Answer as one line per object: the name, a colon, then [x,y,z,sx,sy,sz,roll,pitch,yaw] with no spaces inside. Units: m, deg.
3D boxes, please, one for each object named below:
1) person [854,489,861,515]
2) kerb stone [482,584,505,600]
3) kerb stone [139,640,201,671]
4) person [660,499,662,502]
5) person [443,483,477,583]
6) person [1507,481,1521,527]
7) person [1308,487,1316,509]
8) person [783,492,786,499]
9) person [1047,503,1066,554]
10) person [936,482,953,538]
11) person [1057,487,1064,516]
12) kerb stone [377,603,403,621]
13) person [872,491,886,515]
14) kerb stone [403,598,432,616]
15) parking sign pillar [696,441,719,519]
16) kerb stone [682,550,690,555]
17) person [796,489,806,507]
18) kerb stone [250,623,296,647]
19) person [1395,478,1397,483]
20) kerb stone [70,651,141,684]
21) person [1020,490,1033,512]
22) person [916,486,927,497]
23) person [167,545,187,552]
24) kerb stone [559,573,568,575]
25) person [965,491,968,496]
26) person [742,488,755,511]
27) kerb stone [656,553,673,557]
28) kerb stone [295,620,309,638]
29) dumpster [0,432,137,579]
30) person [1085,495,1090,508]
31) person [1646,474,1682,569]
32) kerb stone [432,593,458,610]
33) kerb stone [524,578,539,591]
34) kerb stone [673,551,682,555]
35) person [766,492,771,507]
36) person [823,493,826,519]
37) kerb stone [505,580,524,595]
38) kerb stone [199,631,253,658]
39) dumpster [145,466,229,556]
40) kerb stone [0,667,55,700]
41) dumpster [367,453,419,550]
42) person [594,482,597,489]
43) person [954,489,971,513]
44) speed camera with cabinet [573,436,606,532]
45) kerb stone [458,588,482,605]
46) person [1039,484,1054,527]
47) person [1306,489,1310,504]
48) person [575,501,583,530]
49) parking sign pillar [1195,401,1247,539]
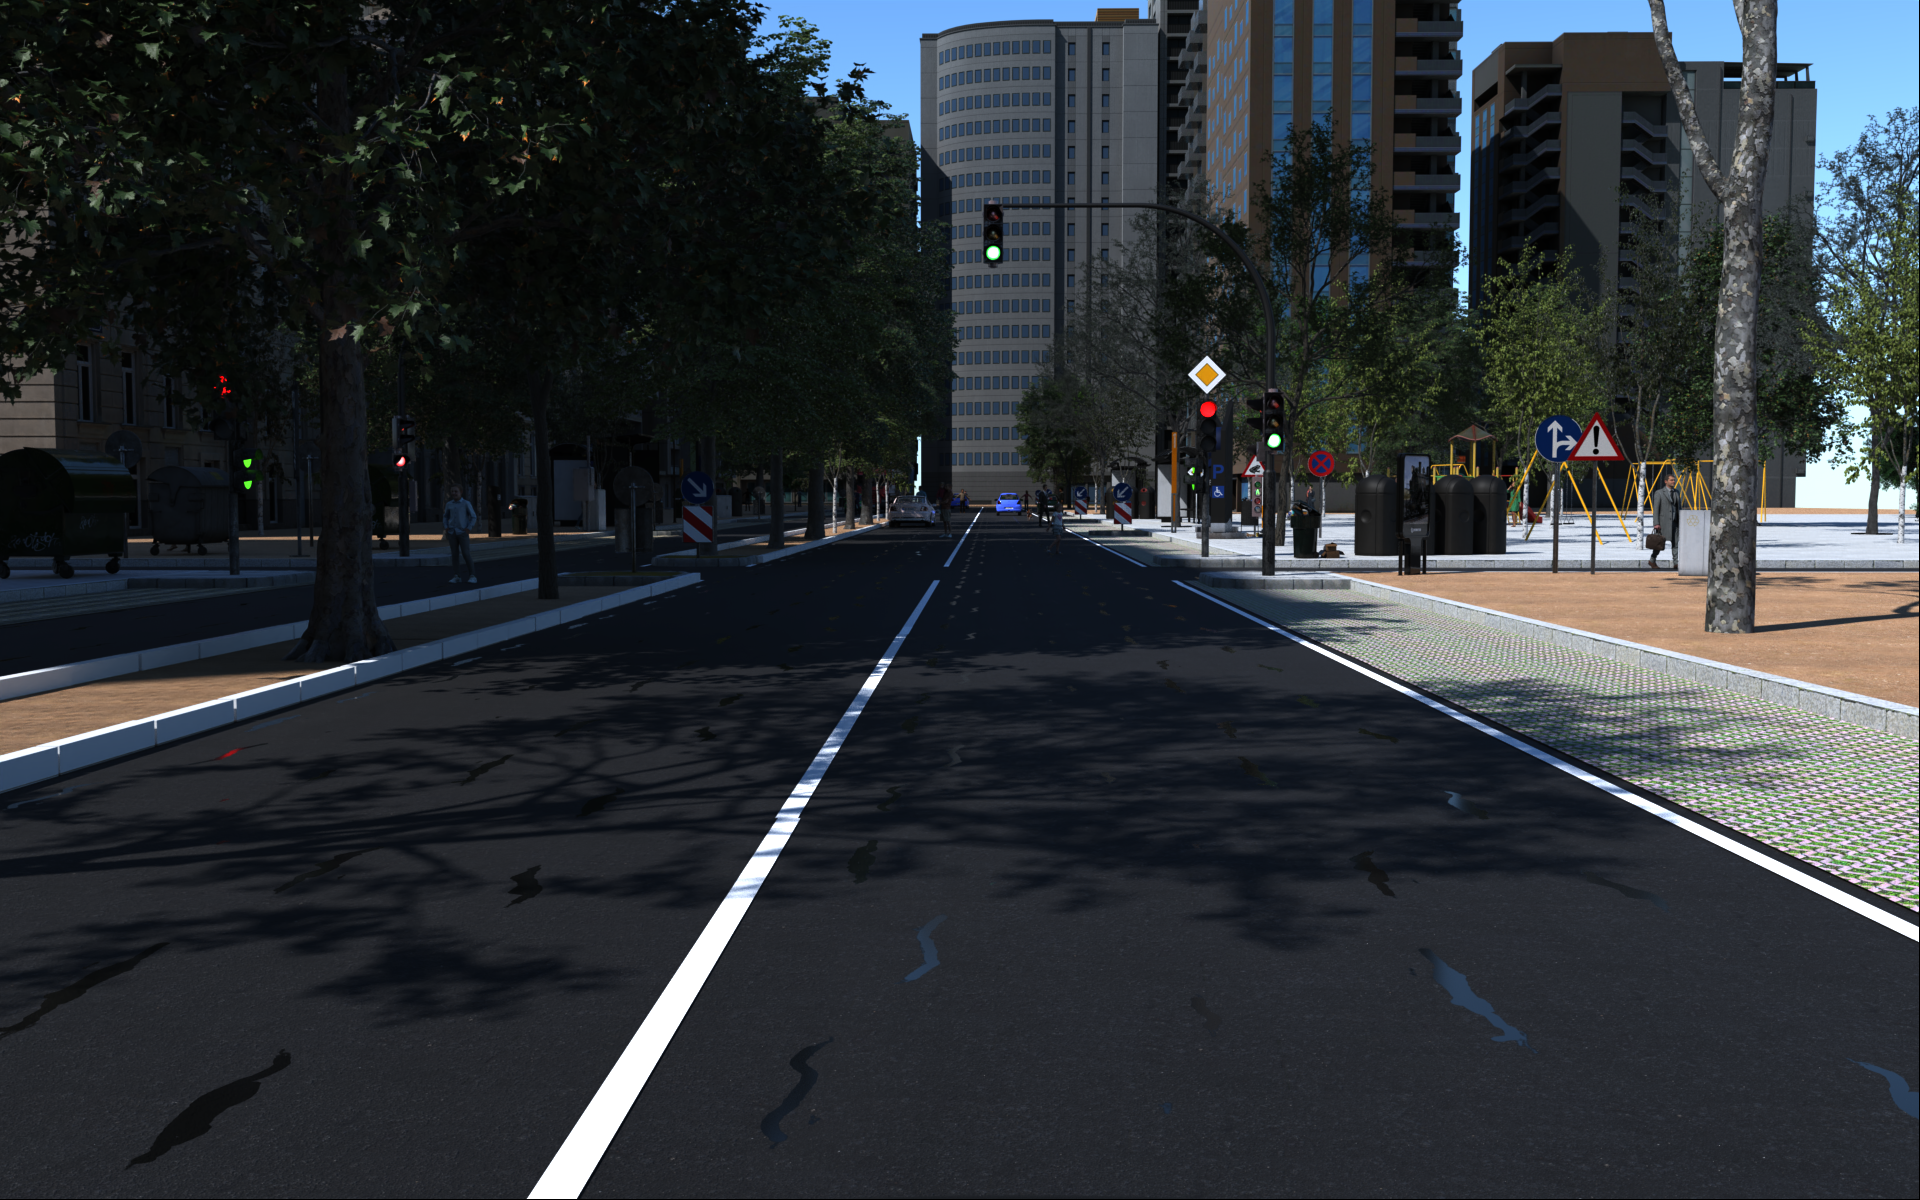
person: [-6.989,-6.588,116.663,0.683,1.767,0.568,1,4,21]
kerb stone: [-6.468,-0.089,23.695,0.120,0.150,1.000,0,4,1]
kerb stone: [-6.640,0.475,14.447,0.120,0.150,1.000,0,4,1]
person: [-15.916,-5.202,91.066,0.573,1.828,0.580,-1,4,-19]
person: [-8.090,-1.078,27.941,0.589,1.601,0.330,1,4,17]
person: [21.668,-3.754,67.676,0.600,1.795,0.529,2,4,35]
person: [20.687,-5.842,101.987,0.576,1.772,0.534,3,4,38]
person: [-14.718,-8.359,142.716,0.705,1.824,1.348,-3,5,-41]
person: [2.313,-1.703,41.355,0.382,1.210,0.505,3,4,36]
person: [-0.489,-2.988,57.329,0.580,1.828,0.573,1,4,10]
person: [6.522,-6.345,111.867,0.705,1.869,1.348,-1,4,-9]
kerb stone: [-6.556,0.160,19.576,0.120,0.150,1.000,0,4,1]
person: [-5.360,-6.380,112.746,1.348,1.831,0.705,-2,4,-28]
kerb stone: [-6.532,0.101,20.598,0.120,0.150,1.000,0,4,1]
parking sign pillar: [-13.045,-6.112,88.399,1.447,3.967,1.447,1,4,13]
kerb stone: [-6.211,-1.001,38.567,0.120,0.150,1.000,0,4,1]
person: [-15.970,-10.188,172.702,1.350,1.814,0.705,3,4,36]
kerb stone: [-6.608,0.349,16.494,0.120,0.150,1.000,0,4,1]
person: [12.962,-2.757,51.298,0.419,1.800,0.721,-1,4,-20]
kerb stone: [-6.669,0.537,13.418,0.120,0.150,1.000,0,4,1]
person: [5.395,-8.087,141.441,1.217,1.743,0.721,-1,4,-23]
person: [-1.949,-4.698,85.183,0.638,1.841,0.748,2,4,28]
person: [-17.421,-1.974,38.558,0.529,1.795,0.600,0,4,7]
kerb stone: [-6.404,-0.342,27.788,0.120,0.150,1.000,0,4,1]
person: [0.448,-10.874,186.744,0.683,1.767,0.568,-2,4,-27]
person: [-16.052,-7.584,130.857,1.217,1.723,0.721,-1,4,-12]
kerb stone: [-6.248,-0.876,36.517,0.120,0.150,1.000,0,4,1]
kerb stone: [-6.592,0.289,17.521,0.120,0.150,1.000,0,4,1]
dumpster: [-14.016,-1.495,26.943,1.502,2.255,1.985,0,4,1]
person: [12.042,-9.521,164.944,0.697,1.427,0.421,1,4,21]
person: [13.513,-1.495,33.041,0.694,1.812,0.767,-1,4,-18]
kerb stone: [-6.514,0.040,21.631,0.120,0.150,1.000,0,4,1]
kerb stone: [-6.440,-0.217,25.739,0.120,0.150,1.000,0,4,1]
kerb stone: [-6.224,-0.939,37.545,0.120,0.150,1.000,0,4,1]
person: [-18.897,-10.289,174.224,1.348,1.831,0.705,-2,4,-30]
person: [-7.929,-5.479,98.048,0.622,1.834,0.822,-1,4,-19]
kerb stone: [-6.459,-0.154,24.717,0.120,0.150,1.000,0,4,1]
kerb stone: [-6.617,0.413,15.472,0.120,0.150,1.000,0,4,1]
dumpster: [-16.292,-1.896,36.762,1.264,1.857,1.865,0,4,1]
kerb stone: [-6.673,0.600,12.393,0.120,0.150,1.000,0,4,1]
dumpster: [-13.690,-2.320,40.422,1.502,2.255,1.985,0,4,1]
person: [-14.195,-3.649,66.375,0.598,1.740,0.731,1,4,22]
person: [0.194,-7.498,131.094,1.348,1.823,0.705,-1,4,-9]
speed camera with cabinet: [-12.750,-3.990,59.574,0.660,3.252,2.038,0,4,4]
kerb stone: [-6.500,-0.022,22.656,0.120,0.150,1.000,0,4,1]
person: [3.751,-4.129,75.791,0.659,1.850,0.755,-3,5,-44]
person: [22.473,-6.354,111.395,0.415,1.643,0.593,-2,4,-27]
person: [-13.567,-3.421,62.564,0.643,1.750,0.593,1,4,11]
parking sign pillar: [7.549,-3.757,49.898,1.447,3.967,1.447,1,4,18]
